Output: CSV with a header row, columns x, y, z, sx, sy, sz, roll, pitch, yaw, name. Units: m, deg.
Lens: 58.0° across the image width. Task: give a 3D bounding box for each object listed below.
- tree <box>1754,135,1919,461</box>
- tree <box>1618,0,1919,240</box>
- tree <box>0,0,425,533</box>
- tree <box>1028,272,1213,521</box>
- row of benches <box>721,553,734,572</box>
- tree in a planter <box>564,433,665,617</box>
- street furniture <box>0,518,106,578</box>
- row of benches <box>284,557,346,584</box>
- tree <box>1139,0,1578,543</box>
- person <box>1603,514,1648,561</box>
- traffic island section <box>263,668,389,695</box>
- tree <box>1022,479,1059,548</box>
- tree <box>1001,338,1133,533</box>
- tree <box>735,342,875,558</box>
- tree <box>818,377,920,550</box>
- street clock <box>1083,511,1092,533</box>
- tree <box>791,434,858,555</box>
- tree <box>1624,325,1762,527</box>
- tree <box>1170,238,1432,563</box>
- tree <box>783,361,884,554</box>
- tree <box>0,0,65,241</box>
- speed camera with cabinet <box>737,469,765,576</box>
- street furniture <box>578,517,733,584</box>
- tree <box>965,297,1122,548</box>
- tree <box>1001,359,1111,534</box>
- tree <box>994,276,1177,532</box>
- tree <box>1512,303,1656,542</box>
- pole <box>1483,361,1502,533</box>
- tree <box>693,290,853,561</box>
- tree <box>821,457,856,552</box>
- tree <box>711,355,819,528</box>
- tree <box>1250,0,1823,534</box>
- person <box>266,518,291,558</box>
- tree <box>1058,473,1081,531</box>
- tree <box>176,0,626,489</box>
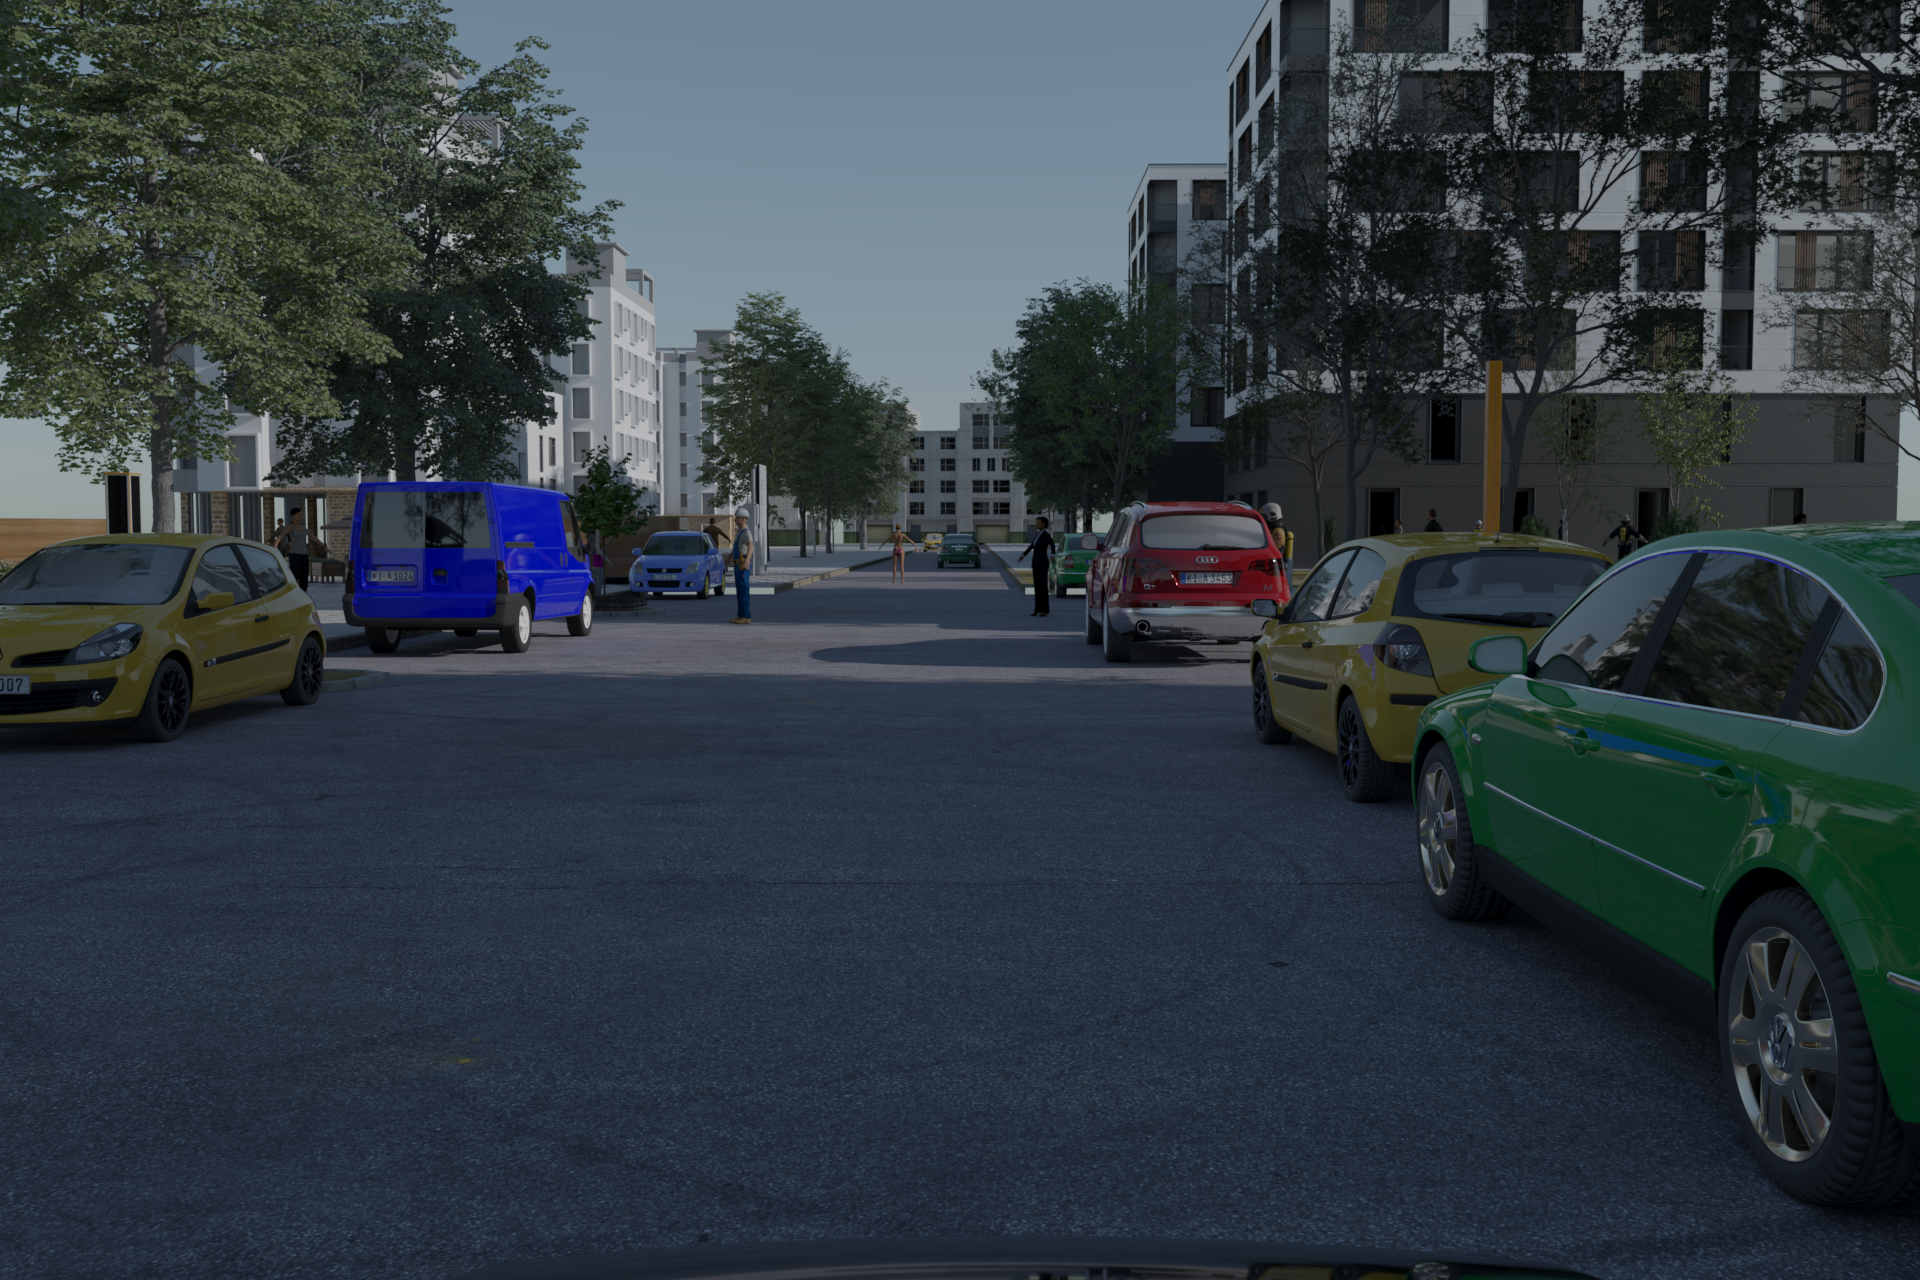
x,y,z,sx,sy,sz,roll,pitch,yaw,name
28.355,-8.516,49.614,12.009,13.543,11.850,0,3,0,tree
8.571,-4.793,12.771,7.601,10.594,8.767,-3,5,-41,tree
-12.265,-6.627,26.481,7.486,12.596,7.792,0,3,0,tree
6.307,-8.716,68.255,9.928,11.665,9.643,0,3,0,tree
-8.815,-2.683,59.329,4.104,0.672,1.422,3,4,38,row of benches
-6.357,-2.058,30.865,1.991,3.239,1.994,0,4,1,tree in a planter
-28.164,-2.566,48.809,11.010,1.723,9.812,3,5,45,street furniture
-17.485,-1.906,46.627,1.422,0.672,4.104,-3,4,-36,row of benches
9.125,-7.907,39.658,12.009,13.543,11.850,0,3,0,tree
19.473,-2.747,50.691,1.354,1.856,0.705,3,4,38,person
-6.548,0.397,16.369,1.991,0.108,1.994,0,4,1,traffic island section
6.696,-10.911,128.758,4.737,8.622,4.395,0,3,0,tree
5.968,-10.967,97.440,7.486,12.596,7.792,0,3,0,tree
-8.512,-10.292,94.029,9.928,11.665,9.643,0,3,0,tree
-7.897,-14.255,139.720,9.857,13.997,8.962,0,3,0,tree
4.047,-3.066,54.699,0.358,2.002,0.471,0,4,-1,street clock
-9.042,-9.453,104.919,4.360,8.622,3.978,0,3,0,tree
24.682,-6.656,59.195,4.737,8.622,4.395,0,3,0,tree
10.844,-7.238,52.758,8.767,10.594,7.601,-3,5,-43,tree
-8.627,-11.924,113.082,7.486,12.596,7.792,0,3,0,tree
-11.941,-5.957,15.524,7.486,12.596,7.792,0,3,0,tree
-6.477,-3.626,53.613,0.660,3.252,2.038,0,4,1,speed camera with cabinet
-9.140,-2.494,47.639,9.812,1.723,11.010,-1,4,-15,street furniture
6.743,-17.383,140.106,12.611,20.169,13.585,0,3,0,tree
6.265,-11.591,107.644,7.486,12.596,7.792,0,3,0,tree
6.408,-10.950,85.685,9.857,13.997,8.962,0,3,0,tree
18.882,-6.342,54.056,4.360,8.622,3.978,0,3,0,tree
6.298,-1.632,20.526,0.158,3.312,0.155,0,3,0,pole
-8.748,-9.973,81.186,7.486,12.596,7.792,0,3,0,tree
-8.892,-10.418,120.689,4.737,8.622,4.395,0,3,0,tree
-8.305,-7.434,71.903,4.737,8.622,4.395,0,3,0,tree
9.000,-5.736,28.188,8.767,10.594,7.601,0,4,-2,tree
-21.949,-3.041,55.939,0.704,1.802,1.346,1,4,11,person
7.146,-10.040,114.511,4.360,8.622,3.978,0,3,0,tree
-12.334,-8.054,38.344,9.857,13.997,8.962,0,3,0,tree
